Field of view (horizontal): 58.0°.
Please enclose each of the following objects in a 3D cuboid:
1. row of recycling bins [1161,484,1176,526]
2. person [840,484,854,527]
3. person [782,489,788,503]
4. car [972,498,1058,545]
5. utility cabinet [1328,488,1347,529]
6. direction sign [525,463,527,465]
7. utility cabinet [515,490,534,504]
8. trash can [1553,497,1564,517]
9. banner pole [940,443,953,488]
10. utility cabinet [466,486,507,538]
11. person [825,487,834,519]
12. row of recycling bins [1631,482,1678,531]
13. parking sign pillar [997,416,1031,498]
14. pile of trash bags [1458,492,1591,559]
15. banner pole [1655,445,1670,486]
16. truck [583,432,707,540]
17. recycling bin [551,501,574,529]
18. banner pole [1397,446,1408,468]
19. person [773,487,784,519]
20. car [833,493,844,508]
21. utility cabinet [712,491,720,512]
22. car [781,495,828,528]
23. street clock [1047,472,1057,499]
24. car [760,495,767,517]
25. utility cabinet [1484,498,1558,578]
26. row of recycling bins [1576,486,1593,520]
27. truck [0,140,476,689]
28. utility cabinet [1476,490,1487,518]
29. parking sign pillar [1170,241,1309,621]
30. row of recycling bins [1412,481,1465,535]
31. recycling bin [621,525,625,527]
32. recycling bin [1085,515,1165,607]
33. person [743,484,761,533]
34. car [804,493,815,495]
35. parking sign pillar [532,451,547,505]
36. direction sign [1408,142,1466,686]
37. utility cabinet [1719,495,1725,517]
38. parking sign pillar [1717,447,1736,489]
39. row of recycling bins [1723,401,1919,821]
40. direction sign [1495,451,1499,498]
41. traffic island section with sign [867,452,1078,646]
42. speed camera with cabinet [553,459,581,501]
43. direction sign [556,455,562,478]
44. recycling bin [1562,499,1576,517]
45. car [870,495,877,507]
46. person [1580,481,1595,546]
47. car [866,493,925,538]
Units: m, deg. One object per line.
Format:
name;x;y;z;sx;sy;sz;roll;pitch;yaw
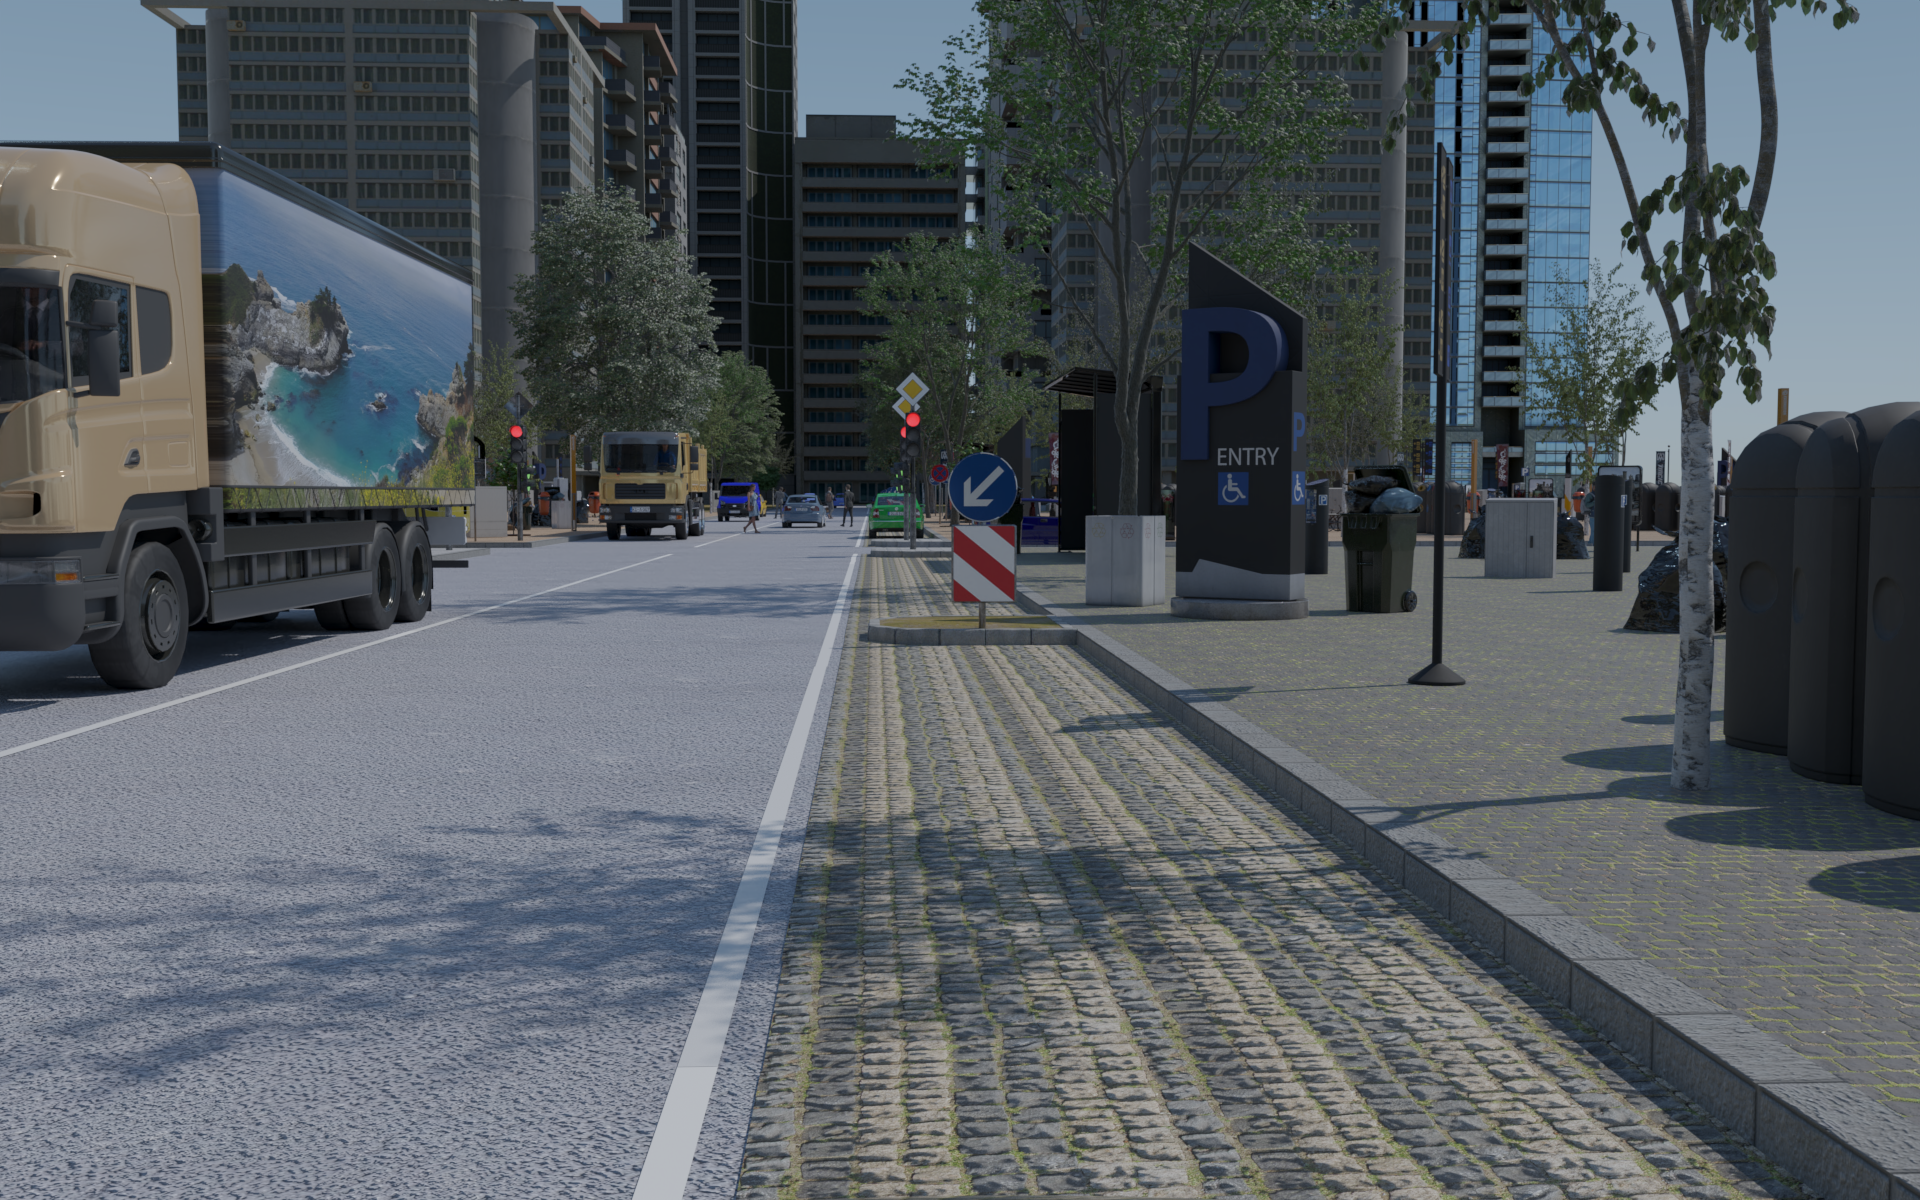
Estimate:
row of recycling bins;8.193;-3.919;71.192;1.069;1.692;3.534;-1;4;-14
person;-4.942;-4.129;75.778;0.659;1.850;0.755;-3;4;-38
person;-12.988;-7.310;128.007;1.348;1.826;0.705;3;4;37
car;2.194;-1.864;43.055;3.894;1.354;1.945;0;4;-2
utility cabinet;13.486;-3.291;62.493;1.173;1.500;0.318;2;4;30
direction sign;-23.562;-6.172;92.903;0.876;3.537;0.379;2;4;24
utility cabinet;-23.035;-5.075;91.648;1.173;1.500;0.318;3;4;38
trash can;26.829;-4.067;78.151;0.748;1.137;0.748;0;3;0
banner pole;-0.590;-5.799;84.833;0.863;3.779;0.401;1;4;20
utility cabinet;-13.870;-2.570;50.694;1.173;1.500;0.318;-3;5;-42
person;-7.495;-5.563;99.422;0.622;1.834;0.822;2;4;28
row of recycling bins;24.391;-3.257;60.372;1.069;1.692;3.534;-2;4;-30
parking sign pillar;1.882;-4.399;60.396;1.447;3.967;1.447;-3;5;-41
pile of trash bags;11.869;-1.526;34.700;3.447;1.369;1.912;-1;4;-18
banner pole;35.959;-6.026;88.544;0.863;3.779;0.401;0;4;8
truck;-9.907;-3.691;56.279;3.469;3.379;9.791;0;4;-3
recycling bin;-14.558;-3.125;63.645;0.722;1.027;0.722;-2;4;-31
banner pole;23.074;-6.132;90.268;0.863;3.779;0.401;-2;4;-24
person;-10.576;-5.676;101.113;0.655;1.846;0.447;-1;4;-11
car;-11.867;-10.088;174.531;1.945;1.707;3.694;0;4;-2
utility cabinet;-16.780;-6.818;120.151;0.318;1.500;1.173;3;4;37
car;-6.726;-3.837;74.739;2.014;1.417;4.499;0;4;-2
street clock;3.037;-3.198;56.858;0.358;2.002;0.471;-1;4;-13
car;-13.013;-5.970;107.828;2.015;1.641;3.980;0;4;-2
utility cabinet;8.638;-0.950;26.689;1.020;1.237;0.306;2;4;29
row of recycling bins;30.944;-4.687;83.737;1.069;1.692;3.534;-1;4;-11
truck;-7.138;-1.661;16.073;2.839;4.237;11.283;0;4;-1
utility cabinet;26.570;-4.870;88.309;0.318;1.500;1.173;0;4;-1
parking sign pillar;2.944;-1.815;18.142;1.447;3.967;1.447;2;4;33
row of recycling bins;15.381;-2.952;55.380;1.069;1.692;3.534;0;4;2
recycling bin;-13.476;-3.401;68.167;0.722;1.027;0.722;1;4;9
recycling bin;1.920;-0.460;20.081;0.722;1.027;0.722;2;4;30
person;-7.622;-3.340;63.205;0.778;1.811;0.616;2;4;27
car;-16.480;-11.028;189.904;1.945;1.707;3.694;0;4;-3
parking sign pillar;-26.667;-7.424;109.851;1.447;3.967;1.447;1;4;9
direction sign;3.233;-1.201;11.640;0.379;3.537;0.876;1;4;21
utility cabinet;33.773;-4.056;77.479;0.306;1.237;1.020;-2;4;-34
parking sign pillar;44.073;-6.788;99.460;1.447;3.967;1.447;-1;4;-16
row of recycling bins;4.231;-0.015;7.351;1.069;1.692;3.534;0;4;3
direction sign;28.493;-6.098;91.701;0.379;3.537;0.876;0;4;-3
traffic island section with sign;0.075;-0.526;17.222;1.989;1.847;2.006;0;4;-3
speed camera with cabinet;-22.072;-6.301;97.362;0.660;3.252;2.038;-3;5;-44
direction sign;-23.505;-6.704;101.605;0.379;3.537;0.876;-3;4;-36
recycling bin;32.143;-4.822;91.391;0.722;1.027;0.722;3;5;44
car;-6.594;-8.126;145.442;1.945;1.354;3.894;0;4;-1
person;16.486;-2.210;44.975;0.721;1.781;0.623;3;5;42
car;-2.110;-2.944;56.937;1.959;1.807;4.718;0;4;-3
